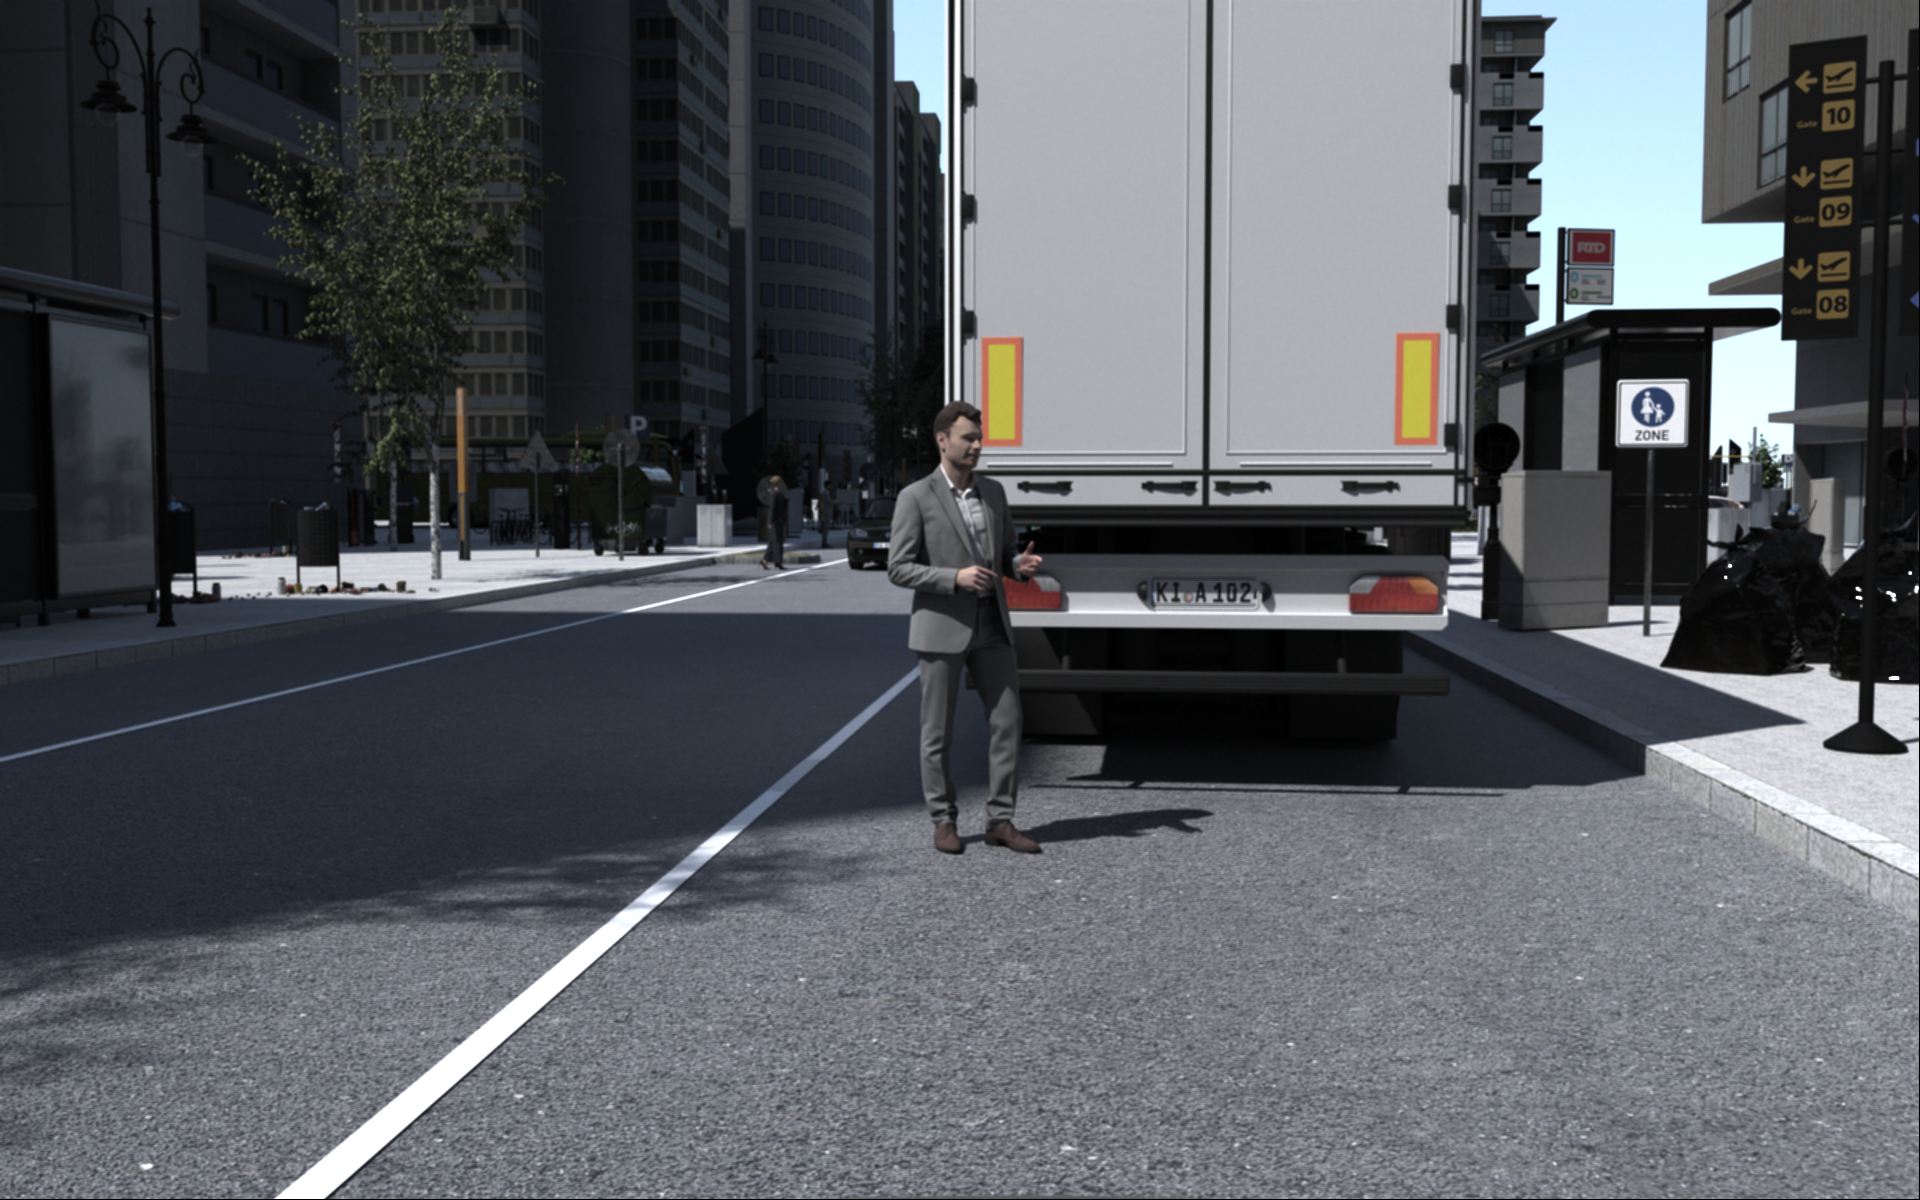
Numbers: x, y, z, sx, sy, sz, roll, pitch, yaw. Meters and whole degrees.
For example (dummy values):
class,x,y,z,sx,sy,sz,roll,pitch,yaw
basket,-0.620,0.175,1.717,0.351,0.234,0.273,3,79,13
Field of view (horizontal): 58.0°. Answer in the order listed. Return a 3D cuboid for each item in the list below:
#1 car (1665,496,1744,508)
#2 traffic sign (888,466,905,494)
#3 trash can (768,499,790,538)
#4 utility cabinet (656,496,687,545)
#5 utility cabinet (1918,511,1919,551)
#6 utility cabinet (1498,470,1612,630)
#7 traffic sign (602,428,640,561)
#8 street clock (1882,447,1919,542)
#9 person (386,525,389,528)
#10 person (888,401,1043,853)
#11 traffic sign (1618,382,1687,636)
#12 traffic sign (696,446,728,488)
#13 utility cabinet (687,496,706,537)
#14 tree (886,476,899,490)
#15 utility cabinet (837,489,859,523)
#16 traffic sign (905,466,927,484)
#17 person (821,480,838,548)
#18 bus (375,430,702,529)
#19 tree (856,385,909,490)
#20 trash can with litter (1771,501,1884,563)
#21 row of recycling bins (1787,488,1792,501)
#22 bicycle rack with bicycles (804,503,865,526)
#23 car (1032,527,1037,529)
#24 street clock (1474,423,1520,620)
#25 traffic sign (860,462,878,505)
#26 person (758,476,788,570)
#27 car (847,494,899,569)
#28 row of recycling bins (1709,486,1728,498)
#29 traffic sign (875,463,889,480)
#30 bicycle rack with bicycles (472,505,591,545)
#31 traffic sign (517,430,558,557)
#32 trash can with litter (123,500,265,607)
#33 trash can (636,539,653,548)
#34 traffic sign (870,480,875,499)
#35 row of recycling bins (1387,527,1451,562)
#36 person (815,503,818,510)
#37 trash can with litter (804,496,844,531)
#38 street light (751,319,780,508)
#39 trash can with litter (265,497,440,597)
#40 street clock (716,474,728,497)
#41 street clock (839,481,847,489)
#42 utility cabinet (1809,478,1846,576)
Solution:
class,x,y,z,sx,sy,sz,roll,pitch,yaw
car,27.503,-3.105,63.126,4.827,1.381,2.083,0,4,5
traffic sign,-2.979,-4.904,80.178,0.884,2.594,0.081,1,4,11
trash can,-5.092,-2.234,48.185,0.748,1.137,0.748,0,3,0
utility cabinet,-7.411,-2.022,44.216,0.306,1.237,1.020,1,4,17
utility cabinet,10.945,-0.463,18.734,1.020,1.237,0.306,2,4,29
utility cabinet,5.650,-0.476,16.464,1.173,1.500,0.318,-2,4,-30
traffic sign,-6.527,-2.031,33.308,0.768,2.556,0.104,1,4,12
street clock,14.546,-1.363,26.859,0.471,2.002,0.358,0,4,5
person,-22.685,-3.466,69.444,0.640,1.303,0.475,0,4,-7
person,0.052,0.110,6.901,0.606,1.804,0.583,-3,4,-37
traffic sign,6.194,-0.821,15.560,0.606,2.300,0.079,1,4,12
traffic sign,-6.656,-2.845,46.514,0.884,2.594,0.081,0,4,6
utility cabinet,-8.082,-2.483,51.751,1.020,1.237,0.306,-3,5,-43
tree,-5.087,-7.936,124.357,1.663,3.219,1.824,0,3,0
utility cabinet,-4.908,-4.115,75.965,0.318,1.500,1.173,-3,5,-45
traffic sign,-1.559,-3.528,61.329,0.795,2.450,0.064,0,4,5
person,-3.483,-2.300,46.282,0.466,1.800,0.511,-1,4,-18
bus,-16.152,-4.610,66.923,12.252,3.916,2.896,0,4,4
tree,-4.907,-10.156,116.419,4.360,8.622,3.978,0,3,0
trash can with litter,8.404,-0.382,17.305,1.678,1.210,2.233,2,4,33
row of recycling bins,50.071,-5.775,101.535,3.534,1.692,1.069,-1,4,-17
bicycle rack with bicycles,-5.407,-3.482,70.320,2.852,0.926,2.925,0,4,-4
car,2.004,-1.095,26.697,1.959,1.807,4.718,0,4,7
street clock,5.442,-0.801,17.670,0.471,2.002,0.358,1,4,11
traffic sign,-3.650,-4.238,69.394,0.768,2.556,0.104,1,4,8
person,-3.510,-1.456,32.728,0.534,1.772,0.576,-1,4,-20
car,-1.102,-1.491,34.165,2.009,1.686,4.222,0,4,7
row of recycling bins,37.771,-4.849,86.392,3.534,1.692,1.069,-1,4,-16
traffic sign,-3.307,-4.349,71.219,0.768,2.556,0.104,1,4,10
bicycle rack with bicycles,-10.912,-1.887,44.239,2.852,0.926,2.925,1,4,22
traffic sign,-8.572,-2.145,35.082,0.884,2.594,0.081,1,4,11
trash can with litter,-9.685,-0.577,20.498,2.233,1.210,1.678,0,4,-4
trash can,-7.682,-1.830,41.570,0.748,1.137,0.748,0,3,0
traffic sign,-3.970,-4.949,81.030,0.768,2.556,0.104,0,4,7
row of recycling bins,8.677,-1.553,32.508,1.069,1.692,3.534,1,4,21
person,-5.296,-3.564,66.681,0.656,1.842,0.836,1,4,15
trash can with litter,-4.920,-3.082,61.447,1.678,1.210,2.233,2,4,27
street light,-5.148,-4.473,45.919,0.468,5.910,1.993,0,4,5
trash can with litter,-7.937,-0.696,22.435,2.233,1.210,1.678,0,4,-8
street clock,-7.103,-2.881,51.672,0.358,2.002,0.471,-2,4,-25
street clock,-6.708,-5.795,99.310,0.471,2.002,0.358,-3,4,-38
utility cabinet,12.087,-0.948,24.176,0.318,1.500,1.173,2,4,34
